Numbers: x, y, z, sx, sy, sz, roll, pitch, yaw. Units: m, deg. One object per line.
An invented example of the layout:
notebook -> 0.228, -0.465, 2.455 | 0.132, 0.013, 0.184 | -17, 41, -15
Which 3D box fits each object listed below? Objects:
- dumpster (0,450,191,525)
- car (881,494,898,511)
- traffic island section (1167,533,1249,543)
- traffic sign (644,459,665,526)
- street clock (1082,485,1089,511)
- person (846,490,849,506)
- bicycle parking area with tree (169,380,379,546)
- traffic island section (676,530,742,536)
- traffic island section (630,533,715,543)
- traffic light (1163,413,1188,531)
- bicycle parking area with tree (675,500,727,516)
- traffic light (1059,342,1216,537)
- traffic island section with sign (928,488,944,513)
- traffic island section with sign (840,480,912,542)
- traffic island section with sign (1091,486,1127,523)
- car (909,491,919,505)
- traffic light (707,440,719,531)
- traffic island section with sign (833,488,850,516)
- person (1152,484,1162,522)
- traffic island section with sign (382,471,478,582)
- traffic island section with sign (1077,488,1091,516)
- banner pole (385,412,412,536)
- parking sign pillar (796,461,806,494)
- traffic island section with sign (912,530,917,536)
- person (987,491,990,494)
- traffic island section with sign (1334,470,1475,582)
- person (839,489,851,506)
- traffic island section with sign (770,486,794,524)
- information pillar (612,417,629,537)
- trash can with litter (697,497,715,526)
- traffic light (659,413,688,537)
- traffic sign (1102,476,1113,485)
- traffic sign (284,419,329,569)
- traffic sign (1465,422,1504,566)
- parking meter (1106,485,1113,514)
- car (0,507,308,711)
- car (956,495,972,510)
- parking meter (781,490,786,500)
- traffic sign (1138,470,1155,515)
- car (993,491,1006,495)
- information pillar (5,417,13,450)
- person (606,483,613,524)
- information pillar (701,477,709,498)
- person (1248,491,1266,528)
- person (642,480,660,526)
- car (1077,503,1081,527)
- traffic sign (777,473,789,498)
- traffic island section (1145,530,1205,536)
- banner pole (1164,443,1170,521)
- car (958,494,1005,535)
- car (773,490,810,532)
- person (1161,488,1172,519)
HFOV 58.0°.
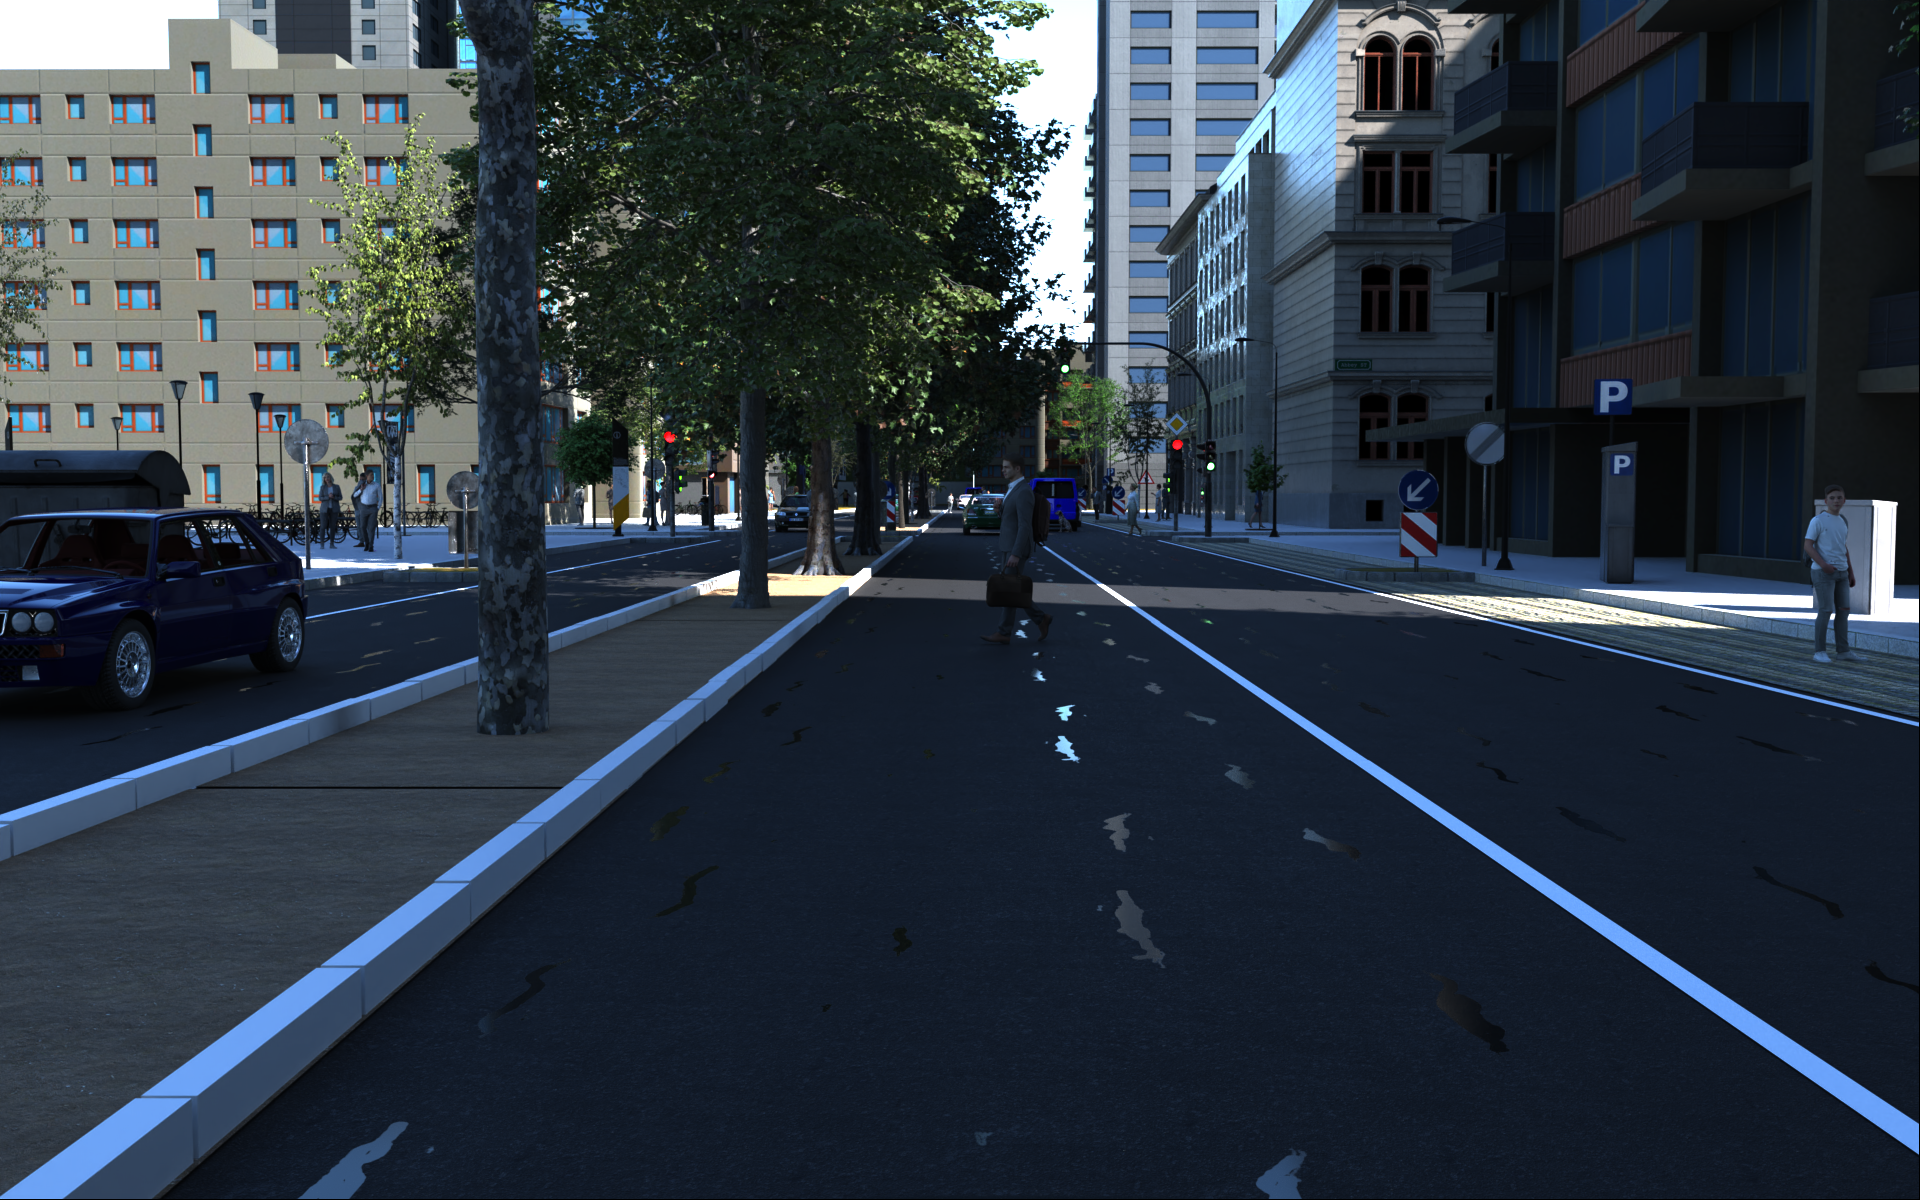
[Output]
dumpster -> -8.698, -0.538, 17.013 | 1.865, 1.857, 1.264 | 0, 3, 0
car -> -5.016, -7.097, 127.828 | 2.131, 1.459, 4.920 | 0, 4, 2
traffic island section -> 7.474, -1.822, 52.073 | 2.009, 0.180, 2.903 | 0, 4, 0
traffic sign -> -10.945, -3.793, 62.118 | 0.768, 2.556, 0.104 | 0, 4, 1
street clock -> 9.634, -7.856, 133.009 | 0.471, 2.002, 0.358 | 0, 4, 5
person -> -12.182, -11.062, 187.592 | 1.217, 1.739, 0.721 | 3, 5, 44
bicycle parking area with tree -> -19.942, -3.636, 46.445 | 9.016, 4.147, 8.231 | 1, 4, 12
traffic island section -> -8.636, -2.315, 60.124 | 2.009, 0.180, 2.903 | 0, 4, 0
traffic island section -> -8.667, -1.826, 52.139 | 2.009, 0.180, 2.903 | 0, 4, 0
traffic light -> 7.465, -4.344, 59.944 | 0.839, 4.253, 0.868 | 0, 4, 0
bicycle parking area with tree -> -18.097, -7.260, 105.707 | 9.016, 4.147, 8.231 | 1, 4, 9
traffic light -> 5.342, -4.719, 51.826 | 4.771, 5.953, 1.251 | 0, 4, 0
traffic island section with sign -> -2.236, -7.753, 134.895 | 2.006, 1.907, 1.989 | 0, 4, 0
traffic island section with sign -> -2.550, -2.704, 52.350 | 2.006, 1.907, 1.989 | 0, 4, 0
traffic island section with sign -> 7.614, -4.678, 85.110 | 1.989, 1.847, 2.006 | 0, 4, 0
car -> -5.345, -11.796, 201.542 | 2.281, 1.827, 5.304 | 0, 4, -1
traffic light -> -6.504, -5.220, 60.016 | 4.771, 5.953, 1.251 | 0, 4, 0
traffic island section with sign -> -8.115, -6.310, 111.794 | 1.989, 1.847, 2.006 | 0, 4, 0
person -> 9.191, -4.545, 80.928 | 0.524, 1.755, 0.480 | 0, 4, -1
traffic island section with sign -> -8.419, -1.254, 29.136 | 1.989, 1.847, 2.006 | 0, 4, 0
traffic island section with sign -> 7.719, -6.350, 112.449 | 1.989, 1.847, 2.006 | 0, 4, 0
banner pole -> -17.116, -3.833, 52.686 | 0.401, 3.779, 0.863 | 2, 4, 32
parking sign pillar -> -10.526, -7.716, 114.629 | 1.447, 3.967, 1.447 | 0, 4, 4
traffic island section with sign -> -2.512, -3.157, 59.757 | 2.006, 1.907, 1.989 | 0, 4, 0
person -> 2.277, -7.864, 138.003 | 0.530, 1.710, 0.541 | -1, 4, -16
traffic island section with sign -> 7.382, -1.250, 29.066 | 1.989, 1.847, 2.006 | 0, 4, 0
person -> -12.277, -10.929, 184.824 | 1.348, 1.812, 0.705 | -2, 4, -25
traffic island section with sign -> -8.207, -4.661, 84.839 | 1.989, 1.847, 2.006 | 0, 4, 0
information pillar -> -10.266, -3.730, 52.344 | 0.504, 3.616, 0.183 | -1, 4, -9
trash can with litter -> -10.267, -3.593, 70.132 | 0.624, 1.170, 1.055 | 0, 4, -2
traffic light -> -8.627, -3.858, 52.004 | 0.839, 4.253, 0.868 | 0, 4, 0
traffic sign -> 10.103, -7.248, 118.609 | 0.768, 2.556, 0.104 | 0, 4, 8
traffic sign -> -11.100, -1.793, 29.425 | 0.768, 2.556, 0.104 | 0, 4, 1
traffic sign -> 9.333, -1.875, 30.768 | 0.768, 2.556, 0.104 | 0, 4, 4
parking meter -> 9.566, -6.416, 110.614 | 0.399, 1.863, 0.255 | 3, 5, 41
car -> -6.298, -0.008, 12.712 | 1.945, 1.354, 3.894 | 0, 4, 2
car -> 0.667, -8.782, 155.942 | 2.083, 1.381, 4.827 | 0, 4, 0
parking meter -> -10.991, -6.119, 108.464 | 0.372, 1.533, 0.369 | 0, 3, 0
traffic sign -> 9.786, -5.569, 91.051 | 0.884, 2.594, 0.081 | 0, 4, 5
car -> 4.733, -12.063, 205.899 | 2.281, 1.827, 5.304 | 0, 4, -1
information pillar -> -28.870, -3.749, 52.643 | 0.183, 3.616, 0.504 | -3, 5, -44
person -> -14.878, -4.157, 74.351 | 0.599, 1.781, 0.374 | 1, 4, 16
information pillar -> -11.152, -4.385, 76.190 | 0.304, 2.012, 0.304 | 2, 4, 29
person -> 11.346, -3.671, 66.091 | 0.654, 1.822, 0.581 | 3, 4, 39
person -> -12.063, -3.759, 67.479 | 0.713, 1.824, 0.794 | 0, 4, -3
car -> 4.381, -3.957, 77.053 | 2.083, 1.381, 4.827 | 0, 4, 0
traffic sign -> -10.932, -6.545, 107.110 | 0.768, 2.556, 0.104 | 1, 4, 10
traffic island section -> 7.505, -2.311, 60.058 | 2.009, 0.180, 2.903 | 0, 4, 0
banner pole -> 10.066, -5.739, 83.856 | 0.401, 3.779, 0.863 | 0, 4, -8
car -> 1.012, -3.065, 61.912 | 2.131, 1.459, 4.920 | 0, 4, 0
car -> -6.130, -3.473, 66.573 | 2.009, 1.686, 4.222 | 0, 4, -1
person -> 10.674, -5.080, 89.271 | 0.590, 1.801, 0.661 | 2, 4, 34
